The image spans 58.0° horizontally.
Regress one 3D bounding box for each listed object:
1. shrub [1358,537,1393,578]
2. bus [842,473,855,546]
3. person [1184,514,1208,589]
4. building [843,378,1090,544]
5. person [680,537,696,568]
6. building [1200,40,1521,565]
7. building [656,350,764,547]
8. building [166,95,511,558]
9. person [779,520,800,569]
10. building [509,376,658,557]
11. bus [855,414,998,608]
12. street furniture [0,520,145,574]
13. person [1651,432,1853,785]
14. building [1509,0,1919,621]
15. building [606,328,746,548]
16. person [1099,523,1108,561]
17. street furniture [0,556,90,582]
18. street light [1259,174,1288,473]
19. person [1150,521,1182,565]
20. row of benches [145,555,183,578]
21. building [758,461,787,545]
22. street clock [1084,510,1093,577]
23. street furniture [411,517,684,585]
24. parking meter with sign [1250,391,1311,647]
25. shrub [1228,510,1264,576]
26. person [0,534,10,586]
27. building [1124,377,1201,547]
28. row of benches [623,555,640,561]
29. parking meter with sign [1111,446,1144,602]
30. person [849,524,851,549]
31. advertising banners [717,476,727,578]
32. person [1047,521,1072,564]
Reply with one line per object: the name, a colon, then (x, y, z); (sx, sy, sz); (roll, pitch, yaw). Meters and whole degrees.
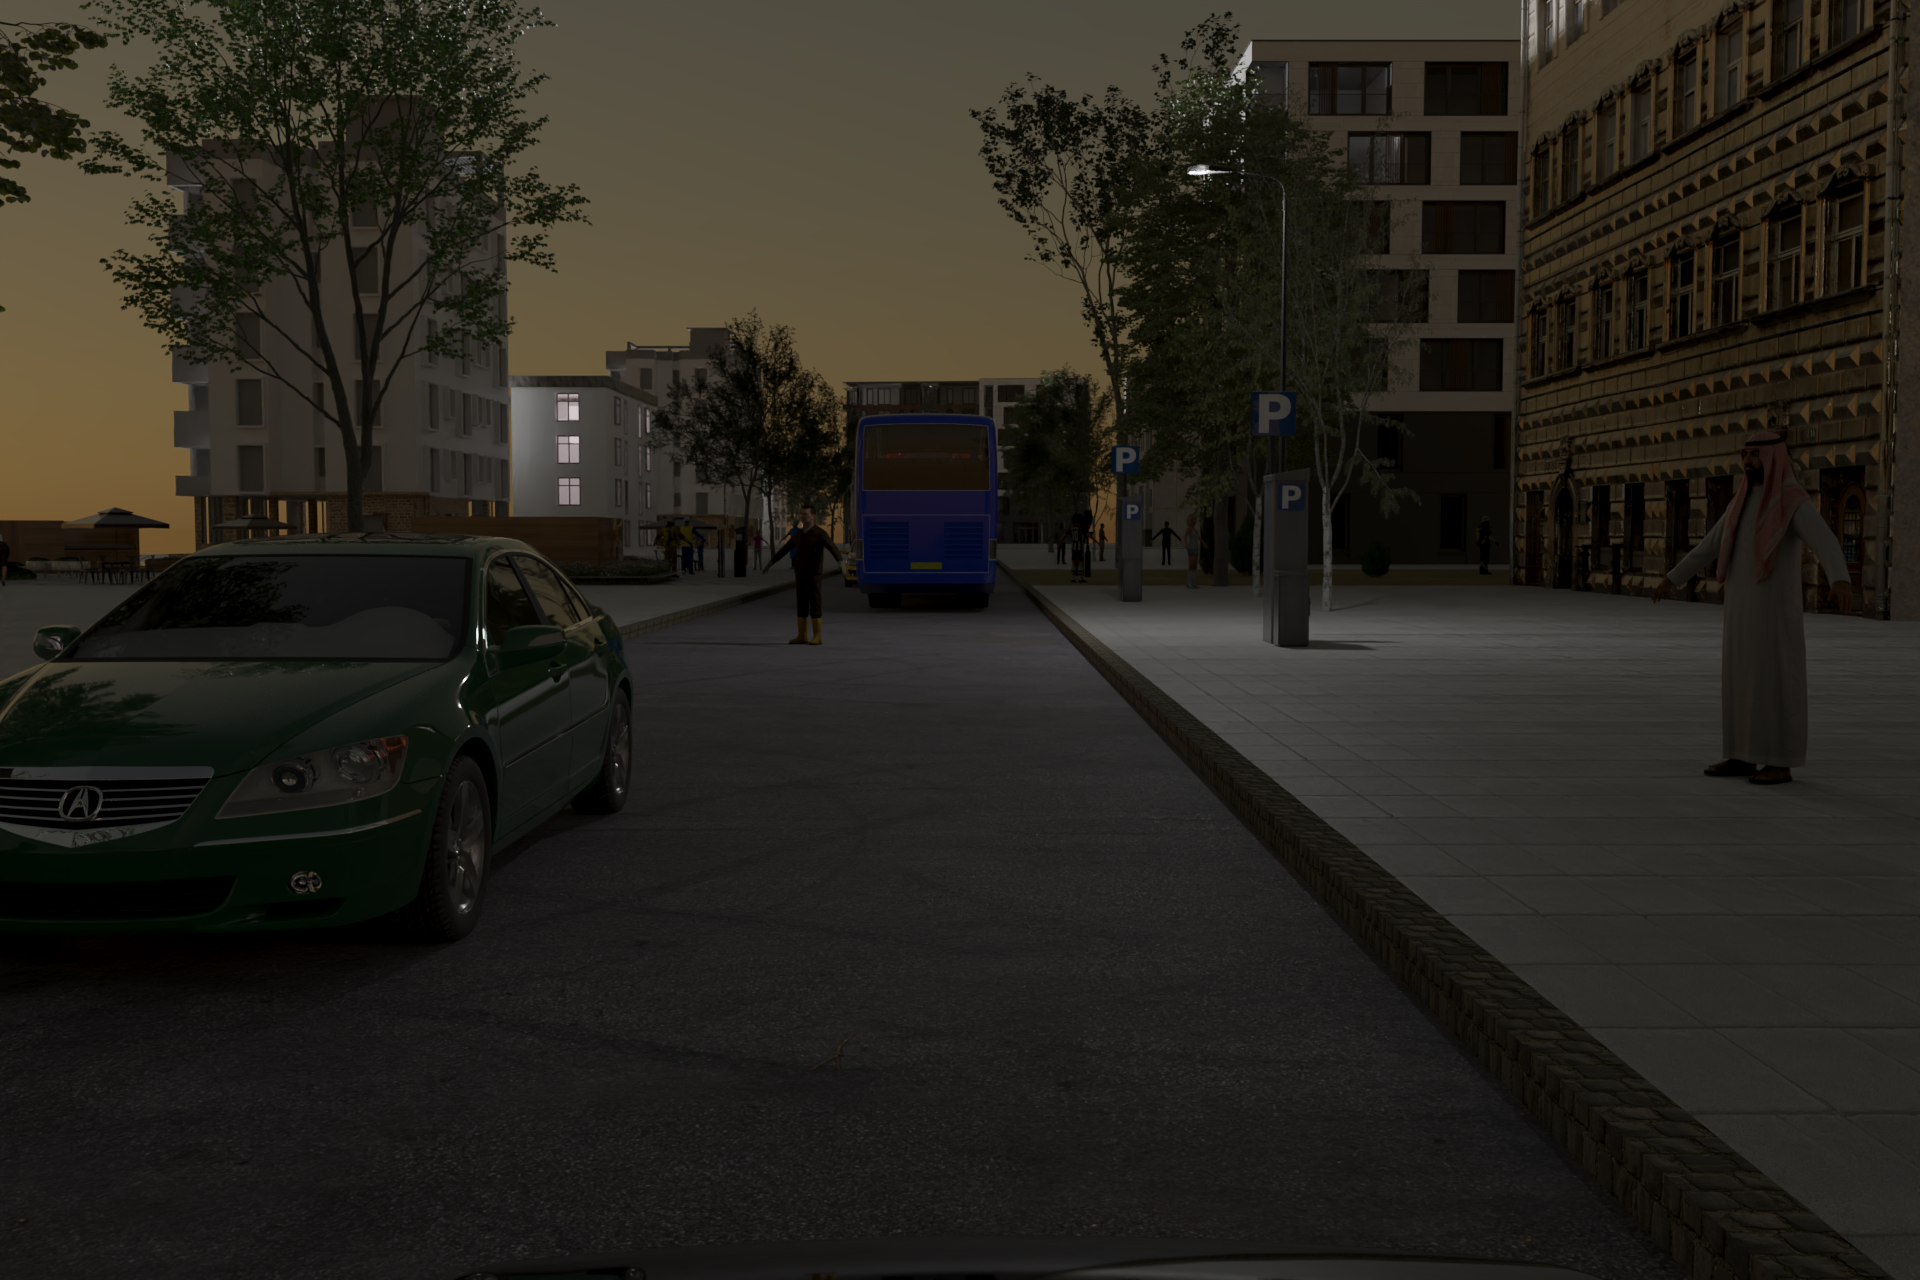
shrub: (12.285, -2.451, 51.183); (1.383, 1.207, 1.383); (0, 3, 0)
bus: (-2.393, -4.382, 63.199); (2.896, 3.916, 12.251); (0, 4, 0)
person: (5.538, -2.083, 40.676); (0.721, 1.753, 1.214); (2, 4, 31)
building: (1.497, -24.060, 239.815); (32.646, 21.610, 27.936); (0, 4, 5)
person: (-10.243, -3.590, 65.416); (0.721, 1.740, 1.216); (-3, 4, -39)
building: (25.916, -14.944, 88.303); (27.936, 21.610, 32.646); (0, 3, 0)
building: (-26.900, -19.728, 178.968); (16.016, 20.090, 11.380); (0, 4, 1)
building: (-28.241, -13.436, 76.105); (16.016, 20.090, 11.380); (0, 4, 1)
person: (-6.063, -3.514, 63.581); (1.347, 1.817, 0.704); (2, 4, 32)
building: (-22.988, -10.017, 105.920); (9.099, 9.664, 28.070); (0, 4, 1)
bus: (-0.624, -2.756, 36.606); (2.896, 3.916, 12.251); (0, 4, 0)
street furniture: (-32.022, -3.218, 59.462); (11.010, 1.723, 9.812); (-2, 4, -35)
person: (4.154, -0.176, 9.027); (0.704, 1.811, 1.347); (-1, 4, -18)
building: (22.994, -12.405, 33.756); (19.493, 23.208, 18.063); (0, 4, 1)
building: (-26.310, -18.558, 159.835); (16.016, 20.090, 11.380); (0, 4, 0)
person: (6.747, -4.629, 81.956); (0.705, 1.796, 1.348); (0, 4, -8)
street furniture: (-29.782, -2.041, 49.002); (10.072, 0.657, 5.734); (1, 4, 20)
street light: (4.627, -3.018, 21.887); (1.470, 5.913, 1.316); (0, 3, 0)
person: (8.485, -3.977, 71.216); (1.347, 1.806, 0.705); (0, 4, -3)
row of benches: (-21.742, -2.177, 51.054); (4.104, 0.672, 1.422); (-1, 4, -21)
building: (-25.479, -16.427, 210.728); (9.099, 9.664, 28.070); (0, 4, 1)
street clock: (3.786, -2.859, 51.310); (0.358, 2.002, 0.471); (0, 4, 0)
street furniture: (-10.646, -2.354, 45.339); (11.010, 1.723, 9.812); (0, 4, -4)
parking meter with sign: (3.818, -1.477, 20.407); (0.543, 3.016, 1.738); (0, 4, 1)
shrub: (9.067, -3.009, 53.612); (1.690, 2.028, 1.600); (0, 3, 0)
person: (-23.821, -2.057, 42.865); (0.799, 1.438, 0.628); (1, 4, 12)
building: (27.029, -19.295, 181.935); (16.747, 18.905, 31.486); (0, 4, 0)
row of benches: (-11.535, -2.263, 52.457); (4.104, 0.672, 1.422); (0, 4, 7)
parking meter with sign: (3.270, -2.275, 33.456); (0.543, 3.016, 1.738); (0, 4, 0)
person: (-5.013, -4.583, 81.150); (0.704, 1.802, 1.346); (0, 4, -2)
advertising banners: (-7.069, -3.385, 51.529); (0.090, 3.025, 2.074); (0, 4, -1)
person: (4.289, -4.105, 73.239); (1.348, 1.813, 0.705); (-1, 4, -15)
